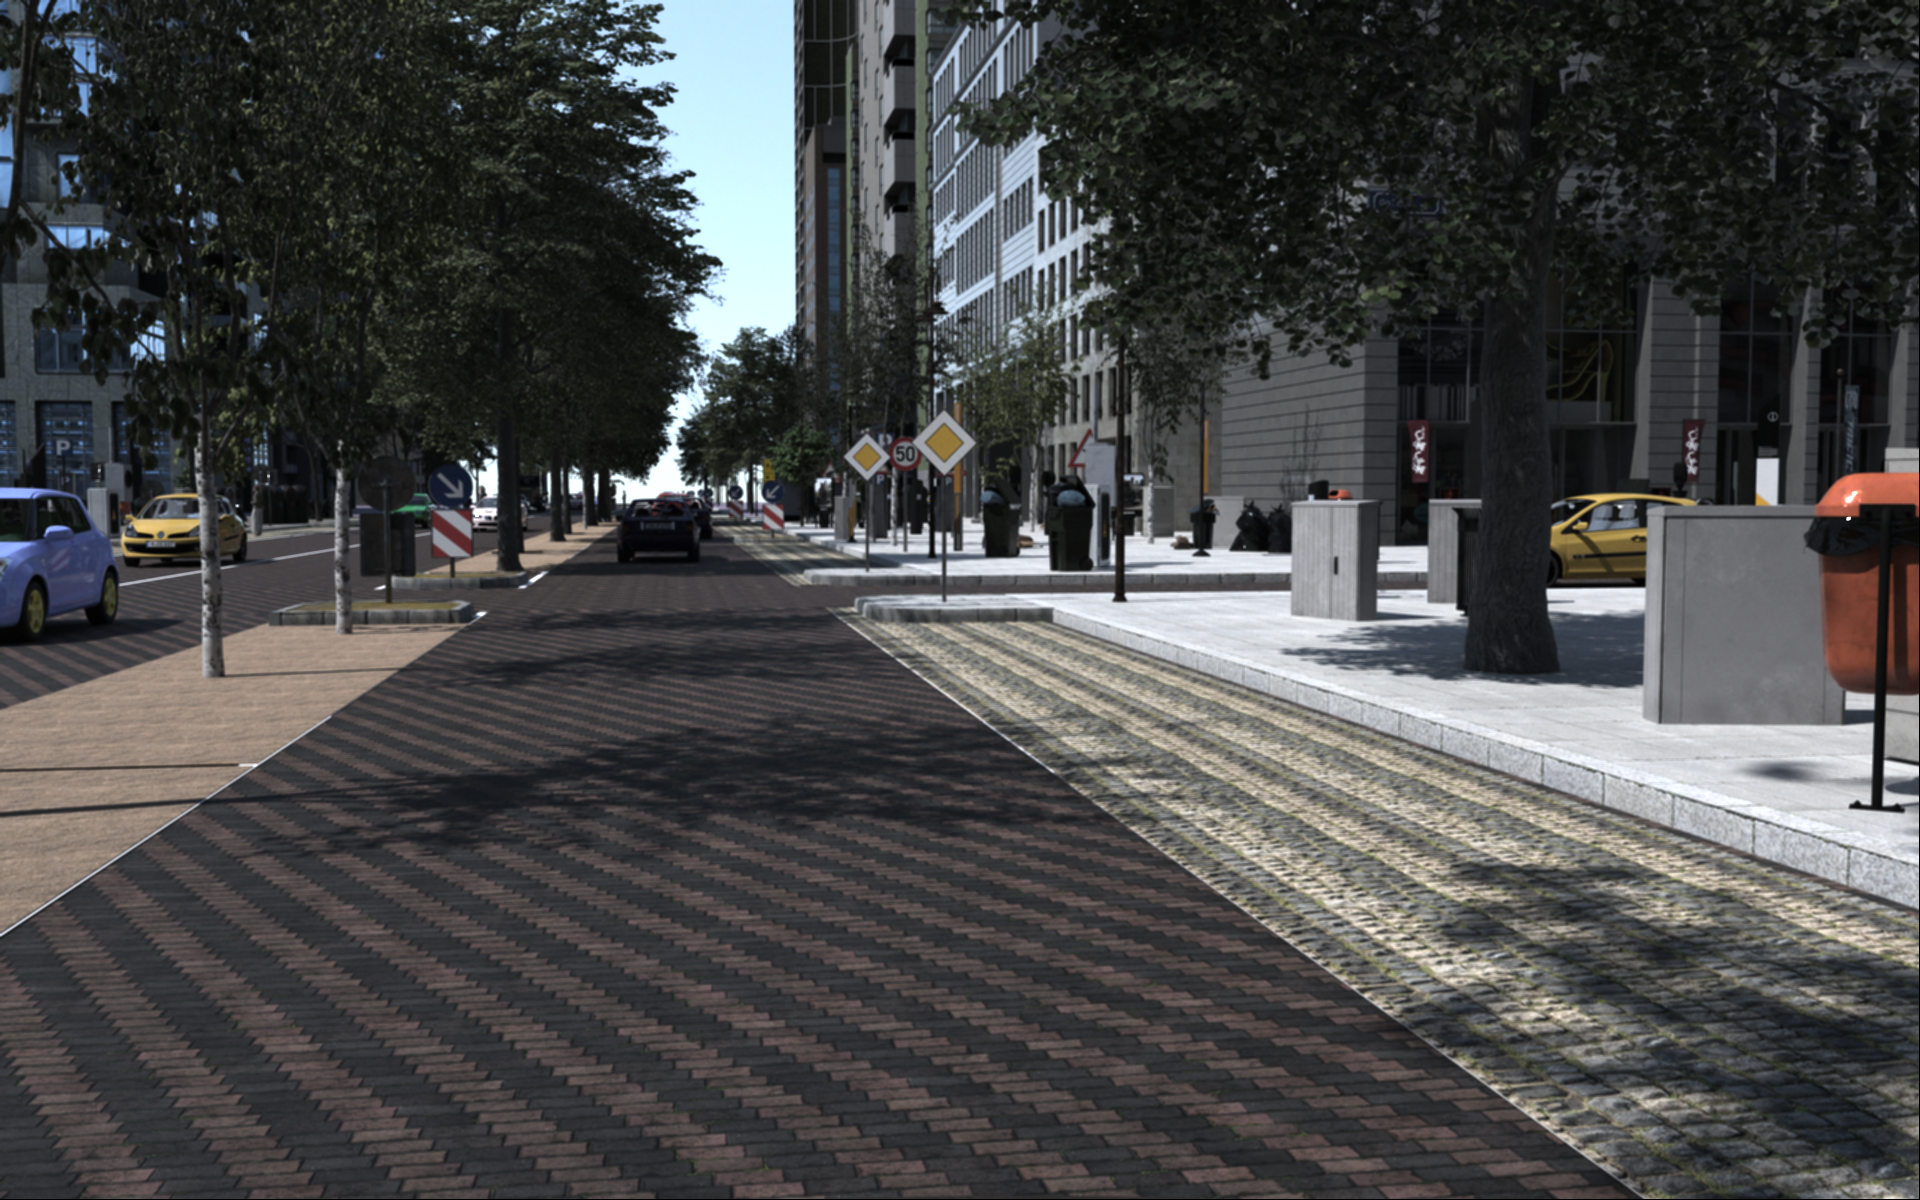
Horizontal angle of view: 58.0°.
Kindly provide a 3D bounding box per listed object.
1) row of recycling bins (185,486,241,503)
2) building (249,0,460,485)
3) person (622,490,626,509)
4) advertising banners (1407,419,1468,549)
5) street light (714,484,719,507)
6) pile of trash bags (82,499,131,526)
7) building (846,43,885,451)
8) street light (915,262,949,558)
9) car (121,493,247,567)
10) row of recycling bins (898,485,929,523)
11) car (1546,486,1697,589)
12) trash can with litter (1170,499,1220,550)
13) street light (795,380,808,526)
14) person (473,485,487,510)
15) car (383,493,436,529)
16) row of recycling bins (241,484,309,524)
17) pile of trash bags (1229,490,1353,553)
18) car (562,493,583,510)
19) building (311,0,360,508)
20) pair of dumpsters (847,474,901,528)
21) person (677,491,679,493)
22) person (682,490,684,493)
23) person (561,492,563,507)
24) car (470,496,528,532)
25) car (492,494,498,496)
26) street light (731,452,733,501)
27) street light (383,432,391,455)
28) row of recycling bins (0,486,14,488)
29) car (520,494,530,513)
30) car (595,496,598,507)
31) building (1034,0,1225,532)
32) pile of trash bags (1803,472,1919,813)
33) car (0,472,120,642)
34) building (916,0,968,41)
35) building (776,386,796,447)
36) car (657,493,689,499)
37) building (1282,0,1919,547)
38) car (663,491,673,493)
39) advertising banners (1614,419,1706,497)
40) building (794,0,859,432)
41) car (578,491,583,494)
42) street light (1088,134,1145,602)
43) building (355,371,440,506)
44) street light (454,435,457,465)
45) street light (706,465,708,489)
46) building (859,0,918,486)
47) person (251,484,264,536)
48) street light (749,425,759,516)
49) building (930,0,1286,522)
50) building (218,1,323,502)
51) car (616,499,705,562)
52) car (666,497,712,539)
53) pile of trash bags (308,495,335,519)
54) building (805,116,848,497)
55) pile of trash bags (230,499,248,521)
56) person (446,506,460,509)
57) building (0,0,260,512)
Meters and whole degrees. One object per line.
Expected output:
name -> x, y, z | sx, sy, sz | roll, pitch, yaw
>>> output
row of recycling bins -> -38.182, -4.974, 88.446 | 3.534, 1.692, 1.069 | 1, 4, 19
building -> -78.548, -56.153, 230.780 | 22.319, 86.520, 31.000 | -1, 4, -10
person -> -32.921, -9.854, 169.702 | 0.705, 1.814, 1.350 | 0, 4, 0
advertising banners -> 11.394, -2.688, 40.143 | 2.074, 3.025, 0.090 | 2, 4, 25
street light -> -27.098, -13.381, 191.563 | 0.468, 5.910, 1.993 | -1, 4, -10
pile of trash bags -> -34.671, -3.686, 70.019 | 1.912, 1.369, 3.447 | 1, 4, 8
building -> -3.761, -29.263, 162.046 | 14.154, 41.232, 14.086 | -1, 4, -10
street light -> -0.561, -3.784, 34.662 | 0.468, 5.910, 1.993 | -1, 4, -10
car -> -15.902, -1.551, 35.577 | 2.015, 1.641, 3.980 | -1, 4, -11
row of recycling bins -> -2.460, -4.340, 78.076 | 1.069, 1.692, 3.534 | -2, 4, -26
car -> 9.721, -1.013, 26.792 | 3.980, 1.641, 2.015 | -1, 4, -9
trash can with litter -> 5.452, -1.762, 40.193 | 1.055, 1.170, 0.624 | -1, 4, -22
street light -> -6.266, -5.858, 68.563 | 0.468, 5.910, 1.993 | -1, 4, -10
person -> -20.356, -3.979, 73.734 | 0.728, 1.800, 0.709 | 1, 4, 22
car -> -23.063, -3.908, 72.686 | 1.959, 1.807, 4.718 | -1, 4, -11
row of recycling bins -> -29.417, -4.144, 74.861 | 1.069, 1.692, 3.534 | 1, 4, 11
pile of trash bags -> 7.470, -1.731, 38.056 | 1.912, 1.369, 3.447 | -2, 4, -26
car -> -29.807, -7.681, 134.623 | 2.155, 1.783, 4.494 | -1, 4, -9
building -> -59.823, -30.398, 147.122 | 14.600, 45.320, 14.200 | -1, 4, -10
pair of dumpsters -> -3.224, -3.816, 64.878 | 1.574, 2.255, 4.437 | -1, 4, -10
person -> -40.435, -14.664, 248.243 | 1.348, 1.826, 0.705 | 3, 5, 40
person -> -30.605, -11.214, 191.814 | 0.705, 1.831, 1.348 | -2, 4, -30
person -> -44.012, -11.130, 191.297 | 1.217, 1.723, 0.721 | 3, 5, 42
car -> -17.776, -3.333, 66.858 | 2.083, 1.381, 4.827 | -1, 4, -9
car -> -28.905, -5.974, 109.473 | 2.131, 1.459, 4.920 | -1, 4, -10
street light -> -18.870, -10.408, 142.960 | 0.468, 5.910, 1.993 | -1, 4, -10
street light -> -33.414, -7.833, 100.861 | 0.468, 5.910, 1.993 | -1, 4, -10
row of recycling bins -> -50.582, -5.208, 92.265 | 1.069, 1.692, 3.534 | 0, 4, 2
car -> -33.590, -7.294, 131.053 | 2.131, 1.459, 4.920 | -1, 4, -9
car -> -40.479, -11.438, 196.602 | 1.945, 1.707, 3.694 | 0, 4, -8
building -> 9.724, -12.998, 67.276 | 10.420, 20.320, 16.860 | -1, 4, -10
pile of trash bags -> 5.070, 0.198, 6.517 | 3.447, 1.369, 1.912 | 2, 4, 30
car -> -9.982, -0.498, 17.735 | 1.945, 1.707, 3.694 | -1, 4, -10
building -> 3.710, -26.752, 120.995 | 14.154, 41.232, 14.086 | -1, 4, -10
building -> -12.160, -24.760, 249.868 | 27.650, 21.520, 28.899 | -1, 4, -10
car -> -12.347, -4.012, 74.632 | 2.155, 1.783, 4.494 | -1, 4, -11
building -> 23.413, -16.606, 49.009 | 29.804, 29.767, 11.434 | -1, 4, -10
car -> -40.756, -14.252, 241.687 | 2.281, 1.827, 5.304 | -1, 4, -11
advertising banners -> 16.362, -2.711, 40.513 | 2.074, 3.025, 0.090 | 0, 4, 1
building -> -12.501, -48.011, 223.235 | 20.563, 71.187, 20.611 | -1, 4, -10
car -> -50.270, -13.636, 231.617 | 2.281, 1.827, 5.304 | -1, 4, -10
street light -> 1.906, -2.917, 20.482 | 0.468, 5.910, 1.993 | -1, 4, -10
building -> -76.277, -21.871, 202.632 | 27.650, 21.520, 28.899 | -1, 4, -10
street light -> -39.179, -9.899, 134.637 | 0.468, 5.910, 1.993 | -1, 4, -10
street light -> -32.940, -15.483, 225.941 | 0.468, 5.910, 1.993 | -1, 4, -10
building -> 6.514, -33.829, 142.343 | 28.713, 52.752, 27.495 | -1, 4, -10
person -> -23.834, -3.036, 58.687 | 0.362, 1.759, 0.519 | 1, 4, 10
street light -> -13.163, -8.344, 109.217 | 0.468, 5.910, 1.993 | -1, 4, -10
building -> 6.180, -19.149, 90.583 | 11.434, 29.767, 29.804 | -1, 4, -10
building -> -58.089, -27.500, 133.223 | 14.154, 41.232, 14.086 | -1, 4, -10
car -> -6.559, -1.547, 37.878 | 1.945, 1.354, 3.894 | -1, 4, -8
car -> -9.000, -2.673, 56.283 | 1.945, 1.354, 3.894 | -1, 4, -11
pile of trash bags -> -33.676, -4.866, 89.319 | 3.447, 1.369, 1.912 | -2, 4, -30
building -> -10.931, -34.033, 206.556 | 14.600, 45.320, 14.200 | -1, 4, -10
pile of trash bags -> -34.955, -4.338, 80.681 | 3.447, 1.369, 1.912 | 1, 4, 14
person -> -13.111, -2.213, 44.952 | 0.793, 1.790, 0.793 | -3, 5, -43
building -> -57.300, -48.708, 109.049 | 22.319, 86.520, 31.000 | -1, 4, -10
